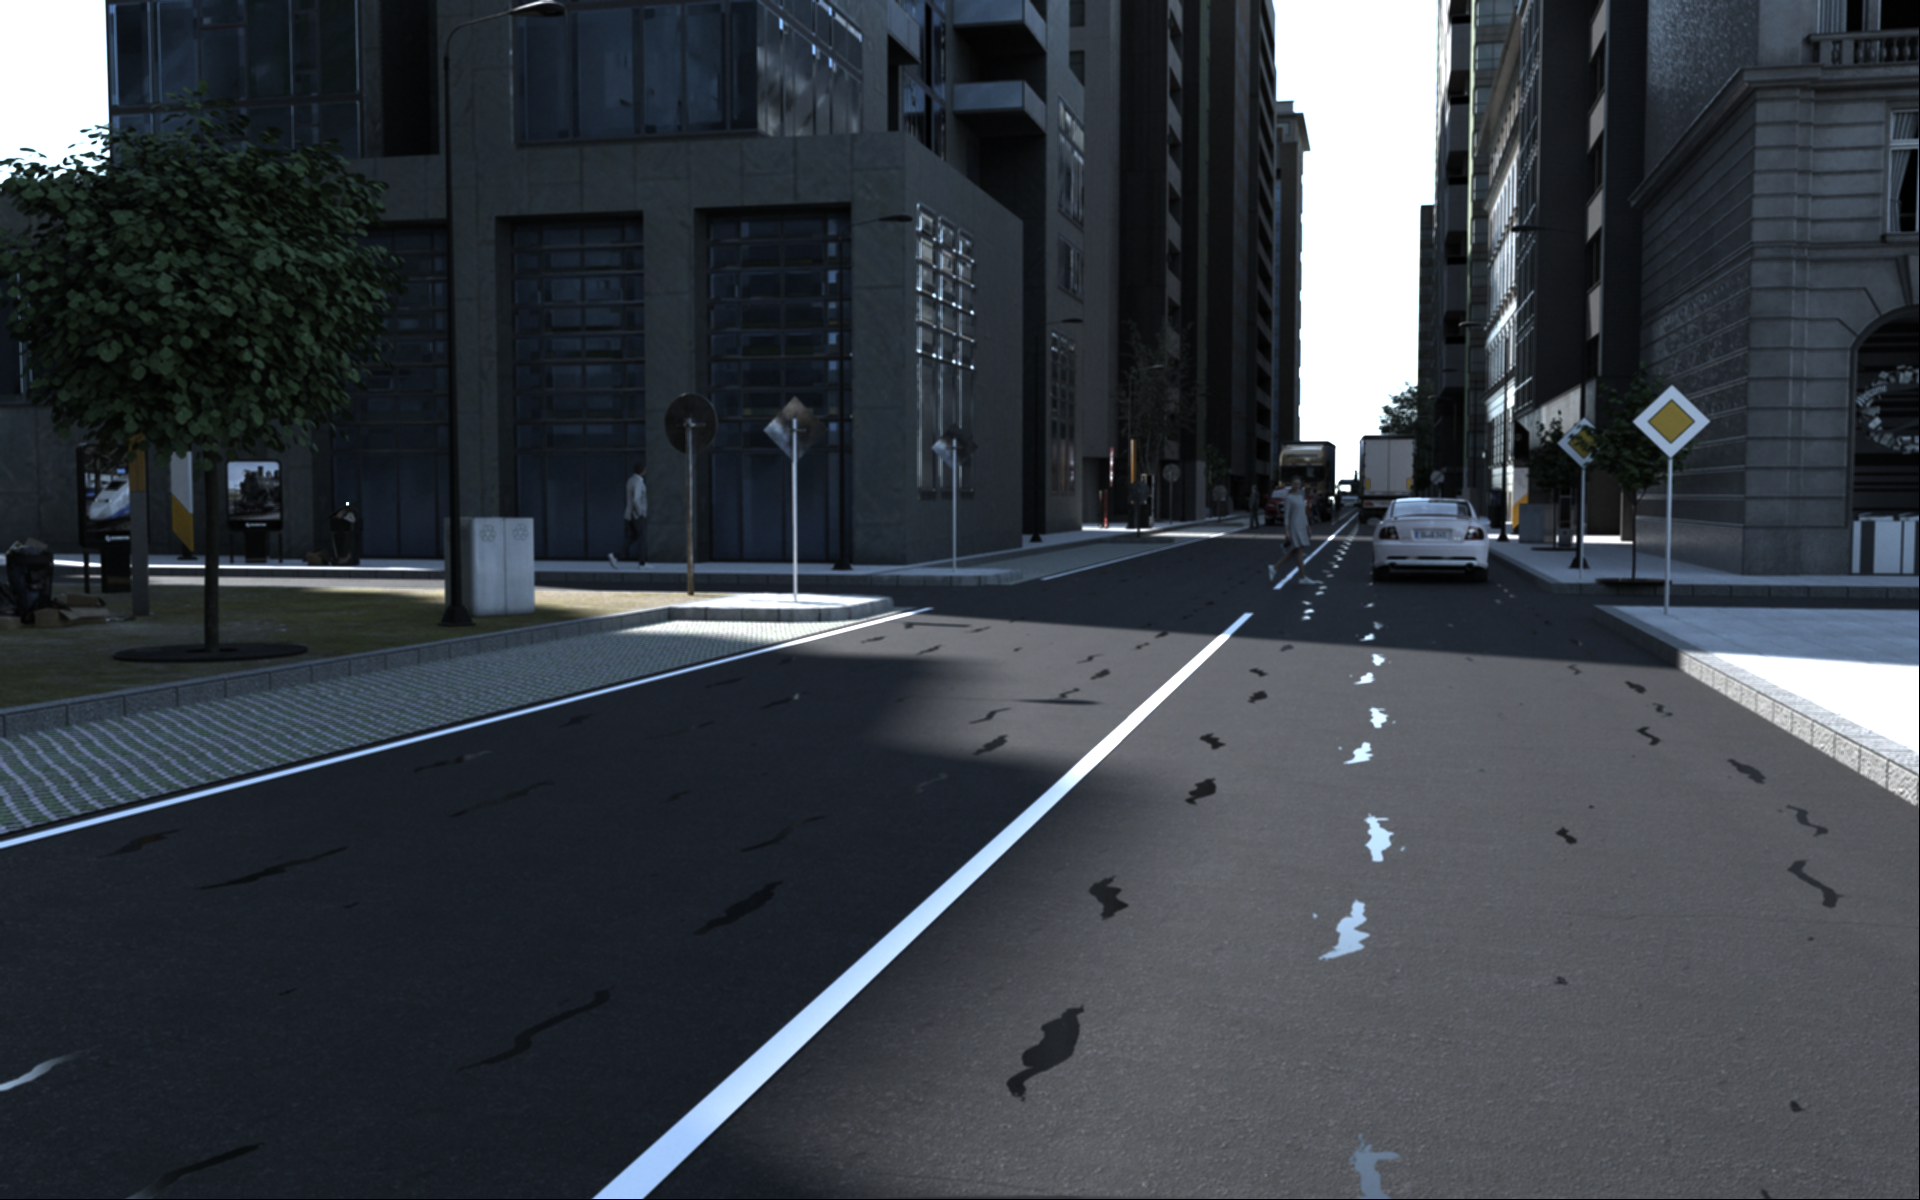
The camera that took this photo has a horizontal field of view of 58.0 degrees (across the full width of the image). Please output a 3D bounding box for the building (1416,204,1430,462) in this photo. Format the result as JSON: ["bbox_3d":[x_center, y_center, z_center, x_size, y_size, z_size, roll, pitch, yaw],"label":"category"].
[{"bbox_3d":[71.796,-34.315,244.649,14.154,41.232,14.086,1,4,14],"label":"building"}]

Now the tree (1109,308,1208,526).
[{"bbox_3d":[7.806,-7.292,69.590,4.360,8.622,3.978,0,3,0],"label":"tree"}]

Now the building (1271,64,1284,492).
[{"bbox_3d":[23.205,-31.701,168.426,14.600,45.320,14.200,1,4,14],"label":"building"}]

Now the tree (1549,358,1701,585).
[{"bbox_3d":[9.759,-1.840,24.686,1.663,3.219,1.824,0,3,0],"label":"tree"}]

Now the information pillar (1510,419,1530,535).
[{"bbox_3d":[17.524,-3.841,54.153,0.504,3.616,0.183,3,5,42],"label":"information pillar"}]

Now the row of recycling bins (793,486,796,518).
[{"bbox_3d":[-8.531,-4.814,85.820,3.534,1.692,1.069,-2,4,-35],"label":"row of recycling bins"}]

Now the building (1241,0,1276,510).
[{"bbox_3d":[16.013,-32.292,151.679,21.300,48.544,21.600,1,4,14],"label":"building"}]

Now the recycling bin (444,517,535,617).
[{"bbox_3d":[-5.019,-0.362,18.465,0.722,1.027,0.722,-3,5,-41],"label":"recycling bin"}]

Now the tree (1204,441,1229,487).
[{"bbox_3d":[13.966,-7.152,100.650,4.285,4.588,4.351,0,3,0],"label":"tree"}]

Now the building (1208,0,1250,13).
[{"bbox_3d":[14.747,-29.578,133.704,14.600,45.320,14.200,1,4,14],"label":"building"}]

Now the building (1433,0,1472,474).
[{"bbox_3d":[48.936,-32.796,125.454,28.713,52.752,27.495,1,4,14],"label":"building"}]

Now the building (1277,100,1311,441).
[{"bbox_3d":[33.041,-39.723,238.716,28.713,52.752,27.495,1,4,14],"label":"building"}]

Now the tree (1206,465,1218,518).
[{"bbox_3d":[13.367,-6.124,94.725,1.663,3.219,1.824,0,3,0],"label":"tree"}]

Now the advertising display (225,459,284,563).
[{"bbox_3d":[-13.094,-1.648,32.164,0.974,1.923,0.123,-1,4,-15],"label":"advertising display"}]

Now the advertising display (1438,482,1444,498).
[{"bbox_3d":[25.902,-5.391,93.348,0.123,1.923,0.974,0,4,5],"label":"advertising display"}]

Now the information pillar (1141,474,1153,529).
[{"bbox_3d":[6.926,-3.649,64.160,0.304,2.012,0.304,-2,4,-28],"label":"information pillar"}]

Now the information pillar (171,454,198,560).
[{"bbox_3d":[-15.147,-2.590,33.709,0.504,3.616,0.183,2,4,23],"label":"information pillar"}]

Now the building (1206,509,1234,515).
[{"bbox_3d":[1.907,-26.022,117.342,32.217,40.220,23.993,1,4,14],"label":"building"}]

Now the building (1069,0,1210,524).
[{"bbox_3d":[3.901,-18.921,81.063,14.160,30.474,14.107,1,4,14],"label":"building"}]

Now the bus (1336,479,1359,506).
[{"bbox_3d":[45.538,-12.714,202.727,2.948,3.499,13.247,1,4,13],"label":"bus"}]

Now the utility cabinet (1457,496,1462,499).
[{"bbox_3d":[22.106,-3.934,75.481,0.306,1.237,1.020,-2,4,-24],"label":"utility cabinet"}]

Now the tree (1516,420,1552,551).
[{"bbox_3d":[13.572,-2.739,39.378,1.663,3.219,1.824,0,3,0],"label":"tree"}]

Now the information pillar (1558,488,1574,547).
[{"bbox_3d":[14.773,-2.306,42.188,0.304,2.012,0.304,2,4,29],"label":"information pillar"}]

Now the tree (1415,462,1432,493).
[{"bbox_3d":[52.025,-13.086,197.674,4.285,4.588,4.351,0,3,0],"label":"tree"}]

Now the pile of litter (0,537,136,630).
[{"bbox_3d":[-8.979,-0.190,17.065,1.719,0.858,1.176,-3,5,-43],"label":"pile of litter"}]

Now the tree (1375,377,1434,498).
[{"bbox_3d":[50.033,-17.261,188.874,9.857,13.997,8.962,0,3,0],"label":"tree"}]

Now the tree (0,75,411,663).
[{"bbox_3d":[-6.029,-1.832,13.660,4.285,4.588,4.351,0,3,0],"label":"tree"}]

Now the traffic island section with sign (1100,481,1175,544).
[{"bbox_3d":[5.236,-2.571,50.671,1.989,1.847,2.006,1,4,14],"label":"traffic island section with sign"}]

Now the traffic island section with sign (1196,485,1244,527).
[{"bbox_3d":[11.562,-4.174,76.876,1.989,1.847,2.006,1,4,14],"label":"traffic island section with sign"}]

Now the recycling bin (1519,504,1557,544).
[{"bbox_3d":[15.109,-2.001,45.271,0.722,1.027,0.722,-3,5,-41],"label":"recycling bin"}]

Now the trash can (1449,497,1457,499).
[{"bbox_3d":[25.137,-4.658,87.818,0.748,1.137,0.748,0,3,0],"label":"trash can"}]

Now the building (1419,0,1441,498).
[{"bbox_3d":[70.405,-48.179,225.973,20.563,71.187,20.611,1,4,14],"label":"building"}]

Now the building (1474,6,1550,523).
[{"bbox_3d":[33.458,-15.231,82.314,16.112,22.955,30.059,1,4,14],"label":"building"}]

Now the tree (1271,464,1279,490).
[{"bbox_3d":[32.659,-11.827,177.089,4.285,4.588,4.351,0,3,0],"label":"tree"}]

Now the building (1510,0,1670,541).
[{"bbox_3d":[25.574,-14.326,53.296,14.314,24.678,30.058,1,4,14],"label":"building"}]

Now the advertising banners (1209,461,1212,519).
[{"bbox_3d":[13.260,-5.837,91.630,0.090,3.025,2.074,0,4,7],"label":"advertising banners"}]

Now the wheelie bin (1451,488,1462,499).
[{"bbox_3d":[28.192,-5.512,98.021,0.693,1.594,0.980,0,4,0],"label":"wheelie bin"}]

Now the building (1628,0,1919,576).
[{"bbox_3d":[24.907,-11.486,29.589,24.055,21.916,13.314,1,4,14],"label":"building"}]

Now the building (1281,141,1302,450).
[{"bbox_3d":[35.218,-34.641,216.485,14.600,45.320,14.200,1,4,14],"label":"building"}]

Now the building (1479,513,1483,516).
[{"bbox_3d":[38.611,-25.893,106.944,14.154,41.232,14.086,1,4,14],"label":"building"}]

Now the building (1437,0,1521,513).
[{"bbox_3d":[47.896,-28.412,148.128,14.154,41.232,14.086,1,4,14],"label":"building"}]

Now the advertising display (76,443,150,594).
[{"bbox_3d":[-10.980,-1.057,22.488,0.123,1.923,0.974,2,4,26],"label":"advertising display"}]

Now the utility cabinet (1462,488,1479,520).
[{"bbox_3d":[17.820,-3.170,60.513,0.318,1.500,1.173,2,4,31],"label":"utility cabinet"}]

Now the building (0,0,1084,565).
[{"bbox_3d":[-8.190,-44.860,46.130,22.319,86.520,31.000,1,4,14],"label":"building"}]
